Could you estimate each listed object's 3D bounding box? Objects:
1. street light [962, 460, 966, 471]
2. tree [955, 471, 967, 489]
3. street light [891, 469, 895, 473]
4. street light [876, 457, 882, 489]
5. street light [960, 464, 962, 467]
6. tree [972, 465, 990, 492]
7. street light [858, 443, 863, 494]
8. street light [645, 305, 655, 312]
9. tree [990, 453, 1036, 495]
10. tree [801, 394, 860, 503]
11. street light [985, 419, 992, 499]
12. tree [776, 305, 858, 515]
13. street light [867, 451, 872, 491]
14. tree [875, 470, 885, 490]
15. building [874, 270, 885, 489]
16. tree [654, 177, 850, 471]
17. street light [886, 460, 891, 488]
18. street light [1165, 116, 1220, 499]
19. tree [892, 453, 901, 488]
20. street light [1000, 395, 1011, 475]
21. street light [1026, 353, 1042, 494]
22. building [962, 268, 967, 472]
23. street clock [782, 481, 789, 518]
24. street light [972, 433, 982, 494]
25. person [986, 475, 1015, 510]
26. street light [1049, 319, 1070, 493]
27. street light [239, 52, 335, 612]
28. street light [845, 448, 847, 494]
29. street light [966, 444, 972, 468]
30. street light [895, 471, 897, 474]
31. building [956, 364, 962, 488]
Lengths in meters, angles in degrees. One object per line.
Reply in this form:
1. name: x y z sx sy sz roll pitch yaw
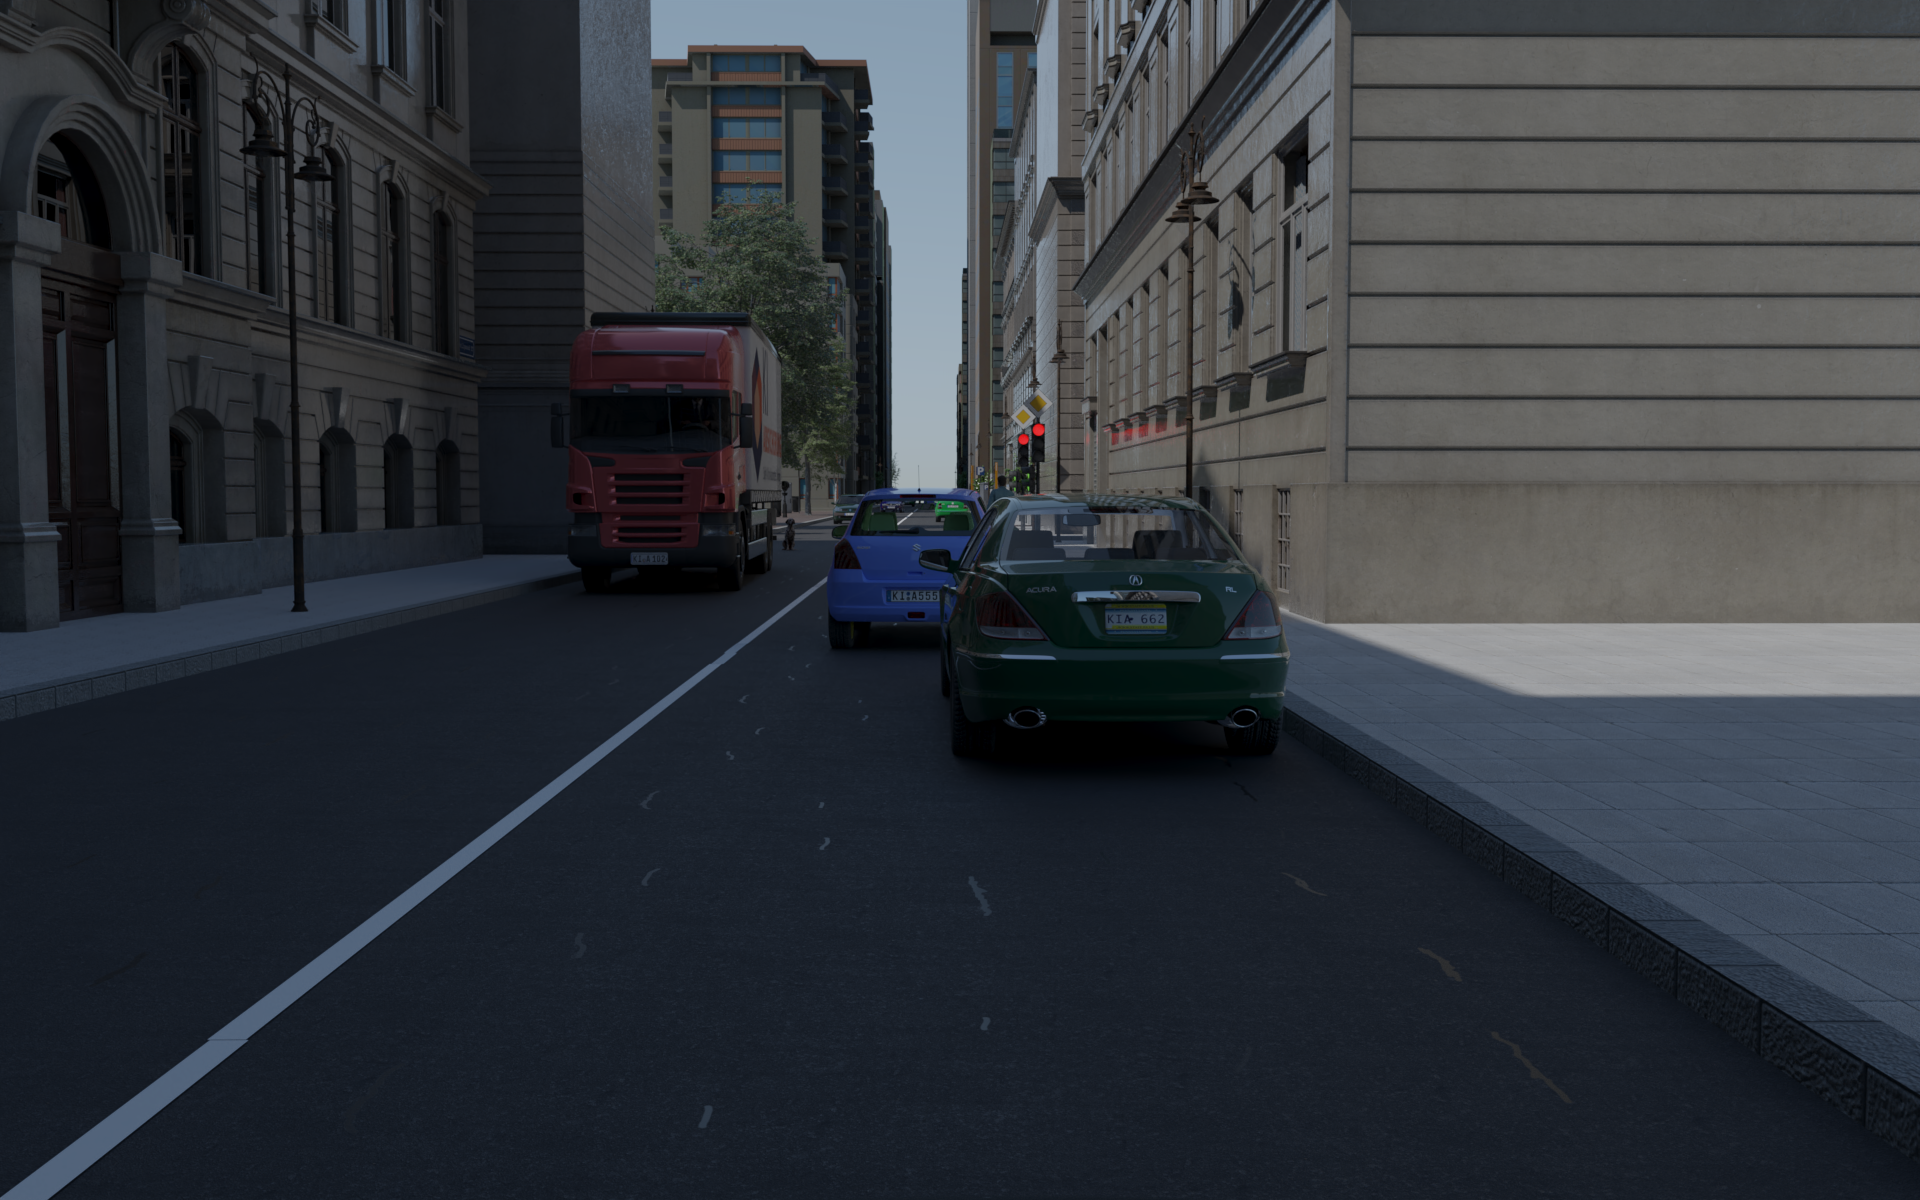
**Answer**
1. street light: 0.729 -12.763 181.461 0.468 5.910 1.993 0 4 -1
2. tree: 0.947 -14.005 212.687 4.285 4.588 4.351 0 3 0
3. street light: -10.391 -17.660 261.534 0.468 5.910 1.993 0 4 -1
4. street light: -9.832 -14.752 213.987 0.468 5.910 1.993 0 4 -1
5. street light: 0.373 -14.236 205.545 0.468 5.910 1.993 0 4 -1
6. tree: 1.527 -7.385 115.342 1.663 3.219 1.824 0 3 0
7. street light: -8.921 -11.122 154.624 0.468 5.910 1.993 0 4 -1
8. street light: -7.515 -4.264 42.506 0.468 5.910 1.993 0 4 -1
9. tree: 2.417 -4.544 68.894 1.663 3.219 1.824 0 3 0
10. tree: -8.660 -10.325 119.182 4.360 8.622 3.978 0 3 0
11. street light: 1.735 -8.068 104.706 0.468 5.910 1.993 0 4 -1
12. tree: -9.471 -11.376 104.121 7.486 12.596 7.792 0 3 0
13. street light: -9.300 -12.586 178.560 0.468 5.910 1.993 0 4 -1
14. tree: -10.578 -13.645 206.816 4.285 4.588 4.351 0 3 0
15. building: -16.816 -27.401 219.701 14.160 30.474 14.107 0 4 -1
16. tree: -9.111 -10.085 71.542 9.857 13.997 8.962 0 3 0
17. street light: -10.065 -16.206 237.761 0.468 5.910 1.993 0 4 -1
18. street light: 2.886 -2.993 21.719 0.468 5.910 1.993 0 4 -1
19. tree: -11.601 -20.720 289.140 4.737 8.622 4.395 0 3 0
20. street light: 2.123 -6.590 80.541 0.468 5.910 1.993 0 4 -1
21. street light: 2.417 -5.136 56.767 0.468 5.910 1.993 0 4 -1
22. building: 7.200 -27.518 221.619 14.160 30.474 14.107 0 4 -1
23. street clock: -9.548 -5.493 94.384 0.471 2.002 0.358 1 4 21
24. street light: 1.396 -9.811 133.193 0.468 5.910 1.993 0 4 -1
25. person: 0.853 -1.670 35.821 0.660 1.820 0.620 -1 4 -22
26. street light: 2.617 -4.469 45.854 0.468 5.910 1.993 0 4 -1
27. street light: -7.211 -2.810 18.733 0.468 5.910 1.993 0 4 -1
28. street light: -8.623 -9.668 130.851 0.468 5.910 1.993 0 4 -1
29. street light: 1.019 -11.277 157.174 0.468 5.910 1.993 0 4 -1
30. street light: -10.665 -19.114 285.308 0.468 5.910 1.993 0 4 -1
31. building: 13.472 -24.403 244.021 27.650 21.520 28.899 0 4 -1
